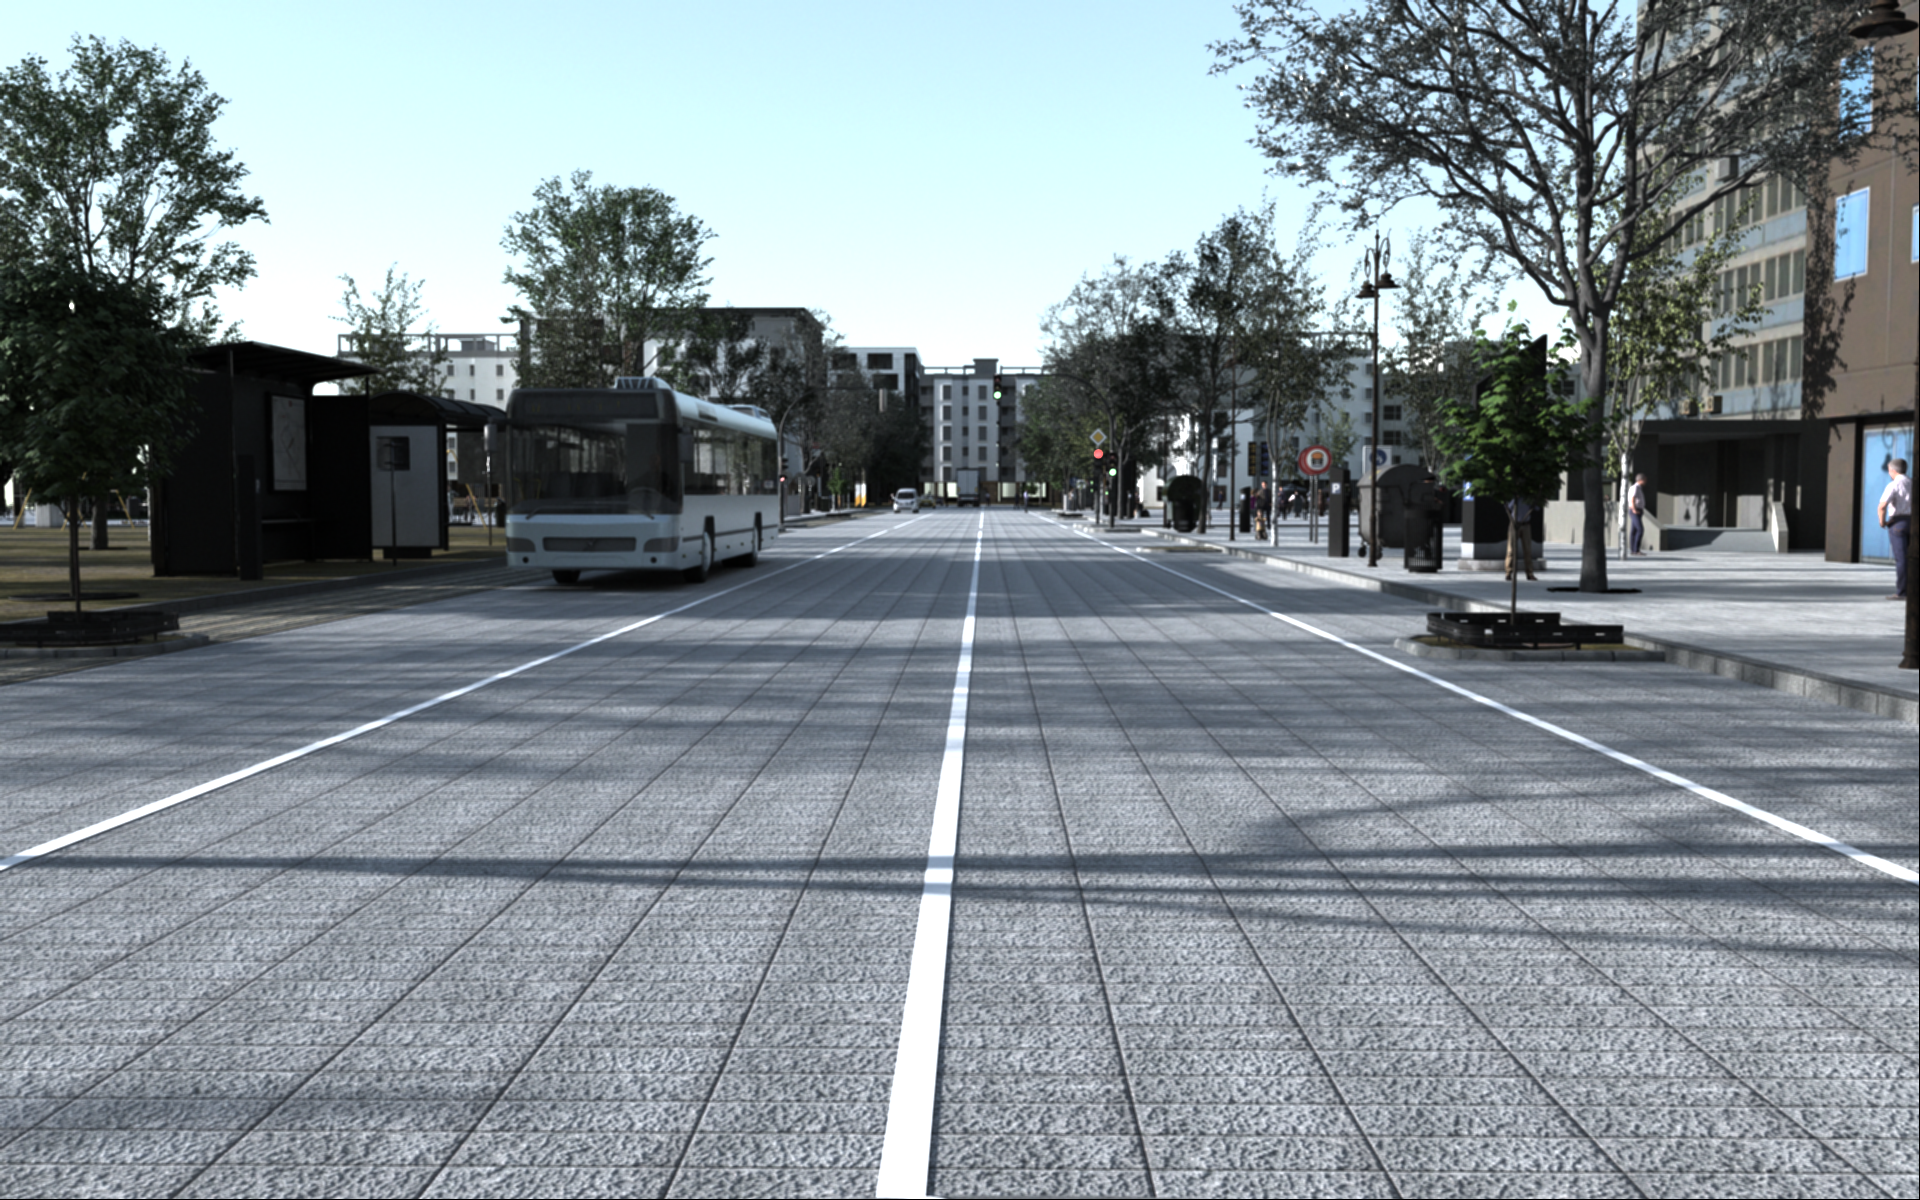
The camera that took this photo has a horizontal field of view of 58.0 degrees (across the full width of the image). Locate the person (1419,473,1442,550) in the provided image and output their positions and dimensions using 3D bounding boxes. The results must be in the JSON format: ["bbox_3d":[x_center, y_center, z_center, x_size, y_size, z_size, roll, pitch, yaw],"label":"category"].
[{"bbox_3d":[10.743,-2.025,39.606,0.568,1.767,0.683,0,4,-2],"label":"person"}]

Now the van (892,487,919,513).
[{"bbox_3d":[-3.997,-7.491,129.482,2.013,2.044,4.112,0,4,3],"label":"van"}]

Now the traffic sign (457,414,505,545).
[{"bbox_3d":[-11.396,-3.011,43.107,2.265,3.308,0.079,0,4,2],"label":"traffic sign"}]

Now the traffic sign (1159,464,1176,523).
[{"bbox_3d":[8.708,-4.433,72.588,0.768,2.556,0.104,0,4,3],"label":"traffic sign"}]

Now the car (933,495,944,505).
[{"bbox_3d":[-3.022,-12.676,219.830,1.945,1.354,3.894,0,4,2],"label":"car"}]

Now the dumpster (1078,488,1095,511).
[{"bbox_3d":[9.882,-7.904,134.981,1.264,1.857,1.865,0,4,1],"label":"dumpster"}]

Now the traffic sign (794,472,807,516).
[{"bbox_3d":[-9.253,-6.131,100.349,0.768,2.556,0.104,0,4,6],"label":"traffic sign"}]

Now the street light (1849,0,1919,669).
[{"bbox_3d":[7.013,-2.434,12.576,0.468,5.910,1.993,0,4,1],"label":"street light"}]

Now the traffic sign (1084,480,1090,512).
[{"bbox_3d":[9.102,-7.739,126.532,0.884,2.594,0.081,0,4,5],"label":"traffic sign"}]

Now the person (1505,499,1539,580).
[{"bbox_3d":[8.344,-1.078,25.735,0.516,1.574,0.319,0,4,5],"label":"person"}]

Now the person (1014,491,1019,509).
[{"bbox_3d":[5.355,-9.345,162.205,0.530,1.710,0.541,-1,4,-17],"label":"person"}]

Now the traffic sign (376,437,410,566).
[{"bbox_3d":[-10.074,-1.754,30.809,0.606,2.300,0.079,0,4,3],"label":"traffic sign"}]

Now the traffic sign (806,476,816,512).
[{"bbox_3d":[-10.449,-7.388,120.902,0.768,2.556,0.104,1,4,10],"label":"traffic sign"}]

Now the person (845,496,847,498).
[{"bbox_3d":[-10.987,-9.286,157.870,1.348,1.824,0.705,0,4,-4],"label":"person"}]

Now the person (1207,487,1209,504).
[{"bbox_3d":[18.524,-7.590,130.274,0.598,1.807,0.434,-1,4,-23],"label":"person"}]

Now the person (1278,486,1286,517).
[{"bbox_3d":[17.580,-5.372,94.794,0.530,1.710,0.541,-3,5,-41],"label":"person"}]

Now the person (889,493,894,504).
[{"bbox_3d":[-8.767,-13.129,223.894,0.799,1.438,0.628,-1,4,-21],"label":"person"}]

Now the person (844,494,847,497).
[{"bbox_3d":[-11.735,-10.150,172.826,1.217,1.723,0.721,3,4,36],"label":"person"}]

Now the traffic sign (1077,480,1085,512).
[{"bbox_3d":[8.748,-7.503,124.801,0.606,2.300,0.079,0,4,4],"label":"traffic sign"}]

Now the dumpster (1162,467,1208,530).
[{"bbox_3d":[8.177,-3.697,62.935,1.502,2.255,1.985,0,4,1],"label":"dumpster"}]

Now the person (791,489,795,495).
[{"bbox_3d":[-14.957,-9.195,157.176,0.721,1.735,1.217,3,4,36],"label":"person"}]

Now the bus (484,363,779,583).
[{"bbox_3d":[-5.277,-2.195,30.747,2.948,3.499,13.247,0,4,1],"label":"bus"}]

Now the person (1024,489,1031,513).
[{"bbox_3d":[5.249,-7.655,133.530,0.599,1.838,0.709,0,4,-4],"label":"person"}]

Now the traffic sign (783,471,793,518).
[{"bbox_3d":[-9.501,-5.783,94.654,0.768,2.556,0.104,1,4,10],"label":"traffic sign"}]

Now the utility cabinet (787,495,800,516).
[{"bbox_3d":[-9.896,-5.531,101.585,1.020,1.237,0.306,-2,4,-30],"label":"utility cabinet"}]

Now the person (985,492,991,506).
[{"bbox_3d":[3.274,-11.897,203.955,0.756,1.711,0.436,0,3,0],"label":"person"}]

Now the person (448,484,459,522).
[{"bbox_3d":[-22.270,-4.201,75.452,0.841,1.734,0.376,0,4,8],"label":"person"}]

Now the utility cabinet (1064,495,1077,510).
[{"bbox_3d":[8.792,-7.738,137.684,1.020,1.237,0.306,-2,4,-27],"label":"utility cabinet"}]

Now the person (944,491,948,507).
[{"bbox_3d":[-1.509,-10.909,187.578,0.721,1.735,1.217,-1,4,-12],"label":"person"}]

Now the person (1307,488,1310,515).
[{"bbox_3d":[21.085,-5.961,104.223,0.376,1.734,0.841,1,4,20],"label":"person"}]

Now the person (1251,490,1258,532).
[{"bbox_3d":[9.875,-3.058,59.284,0.776,1.435,0.726,3,5,45],"label":"person"}]

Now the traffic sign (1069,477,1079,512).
[{"bbox_3d":[8.405,-7.763,127.036,0.768,2.556,0.104,0,4,2],"label":"traffic sign"}]

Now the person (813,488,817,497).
[{"bbox_3d":[-13.889,-9.895,167.451,0.705,1.869,1.348,1,4,19],"label":"person"}]

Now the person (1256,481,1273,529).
[{"bbox_3d":[11.022,-3.432,62.693,0.617,1.759,0.750,1,4,17],"label":"person"}]

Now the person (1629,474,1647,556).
[{"bbox_3d":[14.260,-1.796,36.339,0.436,1.711,0.756,3,4,36],"label":"person"}]

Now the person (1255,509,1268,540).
[{"bbox_3d":[8.443,-2.112,48.502,0.347,0.859,0.695,0,4,3],"label":"person"}]

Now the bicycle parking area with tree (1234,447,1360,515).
[{"bbox_3d":[21.416,-7.487,109.415,9.016,4.147,8.231,1,4,16],"label":"bicycle parking area with tree"}]

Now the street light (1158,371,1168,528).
[{"bbox_3d":[7.733,-5.651,65.174,0.468,5.910,1.993,0,4,1],"label":"street light"}]

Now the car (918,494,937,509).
[{"bbox_3d":[-3.265,-9.787,170.235,2.015,1.641,3.980,0,4,0],"label":"car"}]

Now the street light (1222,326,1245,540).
[{"bbox_3d":[7.538,-4.587,47.778,0.468,5.910,1.993,0,4,1],"label":"street light"}]

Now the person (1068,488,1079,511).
[{"bbox_3d":[8.737,-7.718,132.760,0.750,1.759,0.617,-2,4,-24],"label":"person"}]

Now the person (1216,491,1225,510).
[{"bbox_3d":[20.588,-7.815,136.514,0.600,1.496,0.574,3,5,39],"label":"person"}]

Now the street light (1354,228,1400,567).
[{"bbox_3d":[7.280,-3.523,30.382,0.468,5.910,1.993,0,4,1],"label":"street light"}]

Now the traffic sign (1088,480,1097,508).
[{"bbox_3d":[10.670,-8.494,138.987,0.768,2.556,0.104,1,4,9],"label":"traffic sign"}]

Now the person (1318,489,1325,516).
[{"bbox_3d":[20.657,-5.553,99.096,0.482,1.546,0.388,3,5,43],"label":"person"}]

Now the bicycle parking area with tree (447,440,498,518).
[{"bbox_3d":[-29.434,-6.433,92.188,8.231,4.147,9.016,2,4,35],"label":"bicycle parking area with tree"}]

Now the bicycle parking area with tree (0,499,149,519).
[{"bbox_3d":[-52.174,-7.105,103.170,9.016,4.147,8.231,-3,5,-40],"label":"bicycle parking area with tree"}]

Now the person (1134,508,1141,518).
[{"bbox_3d":[9.404,-4.613,91.942,0.381,0.543,0.357,-2,4,-24],"label":"person"}]

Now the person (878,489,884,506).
[{"bbox_3d":[-8.743,-11.336,191.403,0.705,1.822,1.348,2,4,28],"label":"person"}]

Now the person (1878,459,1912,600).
[{"bbox_3d":[11.394,-0.858,21.007,0.756,1.711,0.436,0,4,-7],"label":"person"}]

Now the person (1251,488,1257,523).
[{"bbox_3d":[12.911,-4.132,75.821,0.429,1.552,0.499,2,4,24],"label":"person"}]

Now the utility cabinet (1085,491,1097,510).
[{"bbox_3d":[10.632,-8.055,140.383,1.173,1.500,0.318,1,4,12],"label":"utility cabinet"}]

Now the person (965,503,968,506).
[{"bbox_3d":[0.757,-11.646,199.623,1.217,1.736,0.721,0,4,-3],"label":"person"}]

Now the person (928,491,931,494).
[{"bbox_3d":[-3.612,-11.851,202.288,1.348,1.821,0.705,2,4,24],"label":"person"}]

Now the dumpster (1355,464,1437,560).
[{"bbox_3d":[8.628,-1.743,34.262,1.264,1.857,1.865,0,4,1],"label":"dumpster"}]
